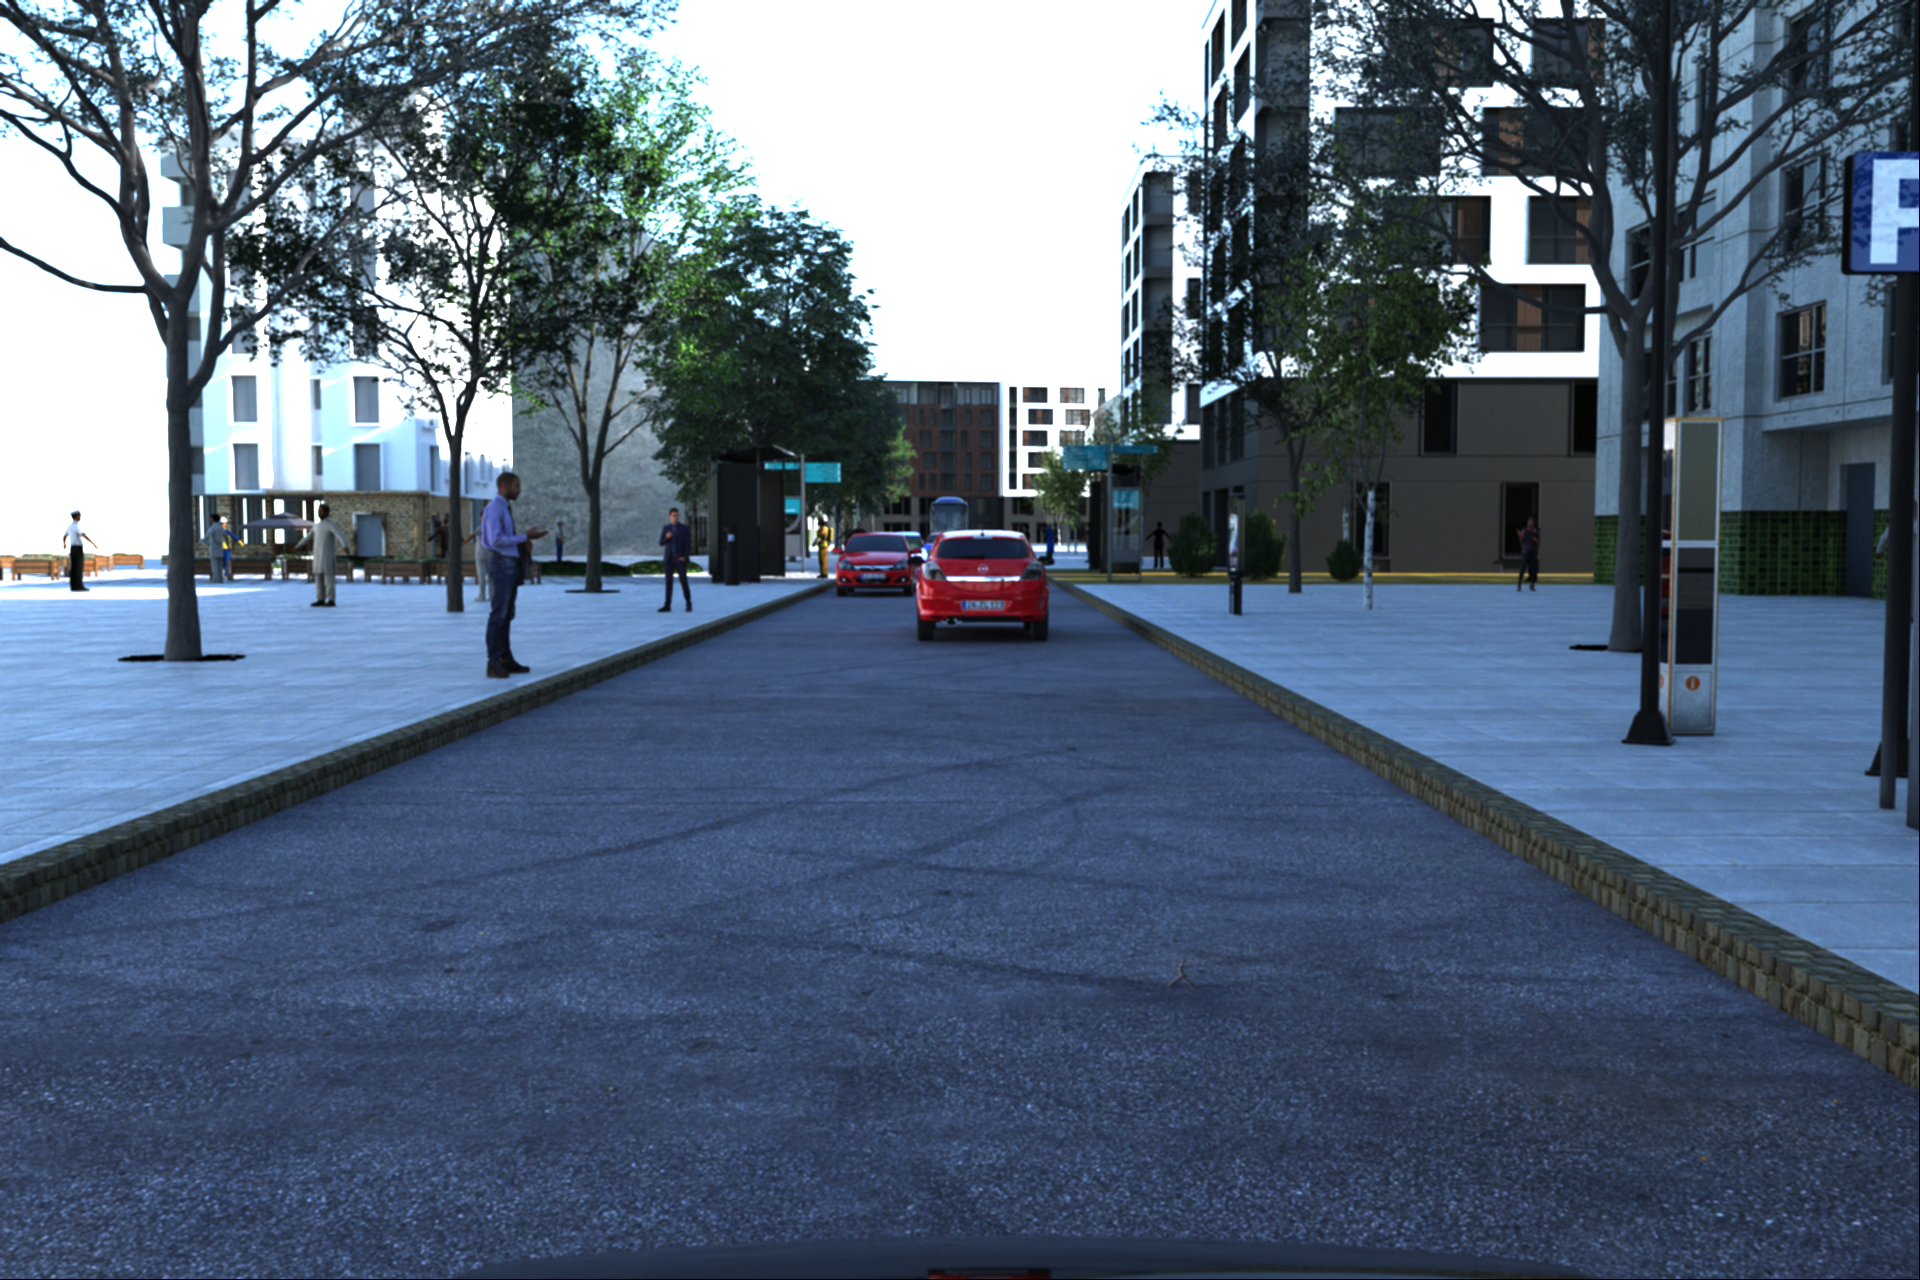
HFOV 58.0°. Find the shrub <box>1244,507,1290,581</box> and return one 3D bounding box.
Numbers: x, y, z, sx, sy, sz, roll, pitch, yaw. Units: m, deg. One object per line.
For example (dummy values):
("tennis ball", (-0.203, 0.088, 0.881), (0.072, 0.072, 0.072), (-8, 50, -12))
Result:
("shrub", (8.272, -2.668, 48.040), (1.690, 2.028, 1.600), (0, 3, 0))

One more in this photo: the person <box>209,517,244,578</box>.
("person", (-21.690, -2.733, 51.151), (1.216, 1.772, 0.721), (1, 4, 17))

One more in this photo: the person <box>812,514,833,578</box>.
("person", (-4.004, -2.725, 50.321), (0.705, 1.858, 1.354), (1, 4, 11))

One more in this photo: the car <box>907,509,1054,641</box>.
("car", (0.300, -0.962, 24.773), (2.155, 1.783, 4.494), (0, 3, 0))

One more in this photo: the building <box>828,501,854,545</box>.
("building", (-23.078, -23.475, 214.736), (19.493, 23.208, 18.063), (0, 4, 1))

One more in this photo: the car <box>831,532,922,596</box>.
("car", (-1.961, -1.977, 41.362), (2.155, 1.783, 4.494), (0, 4, 0))

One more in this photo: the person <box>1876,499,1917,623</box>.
("person", (13.737, -1.159, 25.089), (0.704, 1.811, 1.347), (-1, 4, -14))

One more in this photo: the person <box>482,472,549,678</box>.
("person", (-4.007, -0.599, 15.700), (0.599, 1.838, 0.709), (0, 4, -5))

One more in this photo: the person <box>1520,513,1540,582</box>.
("person", (15.347, -2.482, 46.518), (0.705, 1.837, 1.347), (0, 4, 3))

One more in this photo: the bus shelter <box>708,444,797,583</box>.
("bus shelter", (-5.728, -3.497, 48.454), (1.731, 3.624, 6.357), (0, 4, 1))

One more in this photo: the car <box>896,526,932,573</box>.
("car", (-1.880, -2.885, 56.768), (1.945, 1.707, 3.694), (0, 4, 1))

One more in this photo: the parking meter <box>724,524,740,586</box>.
("parking meter", (-5.696, -2.134, 43.294), (0.372, 1.533, 0.369), (0, 3, 0))

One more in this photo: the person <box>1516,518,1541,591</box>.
("person", (12.803, -1.924, 38.978), (0.593, 1.643, 0.415), (-2, 4, -30))

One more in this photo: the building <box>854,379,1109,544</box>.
("building", (1.262, -24.090, 240.310), (32.646, 21.610, 27.936), (-1, 4, -10))

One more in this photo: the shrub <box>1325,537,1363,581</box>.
("shrub", (10.432, -2.197, 47.034), (1.383, 1.207, 1.383), (0, 3, 0))

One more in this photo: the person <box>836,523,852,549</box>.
("person", (-5.483, -4.737, 83.580), (0.705, 1.813, 1.348), (2, 4, 35))

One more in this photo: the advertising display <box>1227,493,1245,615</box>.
("advertising display", (4.416, -1.376, 27.708), (0.123, 1.923, 0.974), (0, 4, 0))

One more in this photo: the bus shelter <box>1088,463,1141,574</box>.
("bus shelter", (5.040, -4.101, 58.328), (1.731, 3.624, 6.357), (0, 4, 1))

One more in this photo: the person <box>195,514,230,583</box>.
("person", (-19.401, -2.381, 45.118), (0.705, 1.806, 1.347), (1, 4, 12))

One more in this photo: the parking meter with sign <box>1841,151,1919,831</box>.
("parking meter with sign", (4.326, -0.668, 7.183), (0.543, 3.016, 1.738), (0, 4, 1))

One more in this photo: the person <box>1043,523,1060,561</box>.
("person", (4.255, -4.610, 81.506), (0.704, 1.817, 1.347), (3, 4, 38))

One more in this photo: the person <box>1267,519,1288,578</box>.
("person", (9.144, -2.668, 50.424), (1.217, 1.733, 0.721), (-3, 5, -42))

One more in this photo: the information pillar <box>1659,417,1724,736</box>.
("information pillar", (4.645, -0.403, 11.078), (0.304, 2.012, 0.304), (0, 4, 1))

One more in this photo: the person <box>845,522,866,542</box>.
("person", (-4.452, -4.309, 76.587), (1.346, 1.812, 0.704), (-1, 4, -17))

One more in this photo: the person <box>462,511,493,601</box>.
("person", (-9.138, -1.613, 33.151), (0.721, 1.739, 1.217), (2, 4, 34))

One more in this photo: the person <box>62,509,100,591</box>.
("person", (-19.857, -2.031, 38.991), (1.343, 1.855, 0.704), (2, 4, 33))

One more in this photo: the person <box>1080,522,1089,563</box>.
("person", (5.814, -4.392, 77.952), (0.704, 1.843, 1.345), (2, 4, 33))

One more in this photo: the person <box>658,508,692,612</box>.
("person", (-4.707, -1.324, 28.606), (0.541, 1.710, 0.530), (1, 4, 21))

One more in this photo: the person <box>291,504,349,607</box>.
("person", (-11.290, -1.506, 30.710), (1.344, 1.819, 0.704), (2, 4, 26))

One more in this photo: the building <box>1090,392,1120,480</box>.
("building", (26.259, -23.262, 211.266), (19.493, 23.208, 18.063), (0, 3, 0))

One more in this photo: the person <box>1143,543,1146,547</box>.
("person", (7.592, -3.913, 73.248), (0.599, 1.433, 0.991), (-1, 4, -21))

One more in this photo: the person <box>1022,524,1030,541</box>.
("person", (2.362, -3.325, 63.009), (0.705, 1.806, 1.347), (0, 4, 0))

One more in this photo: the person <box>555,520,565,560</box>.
("person", (-15.530, -3.758, 67.293), (0.705, 1.847, 1.347), (-1, 4, -20))

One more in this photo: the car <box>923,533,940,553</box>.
("car", (-0.809, -4.436, 81.572), (2.155, 1.783, 4.494), (0, 3, 0))

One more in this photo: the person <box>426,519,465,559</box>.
("person", (-17.698, -3.270, 59.687), (1.346, 1.802, 0.704), (-1, 4, -21))

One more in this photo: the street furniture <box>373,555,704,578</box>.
("street furniture", (-13.221, -2.338, 53.846), (10.072, 0.657, 5.734), (0, 4, 2))

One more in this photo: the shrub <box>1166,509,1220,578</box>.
("shrub", (6.845, -2.844, 50.914), (1.690, 2.028, 1.600), (0, 3, 0))

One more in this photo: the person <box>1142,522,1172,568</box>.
("person", (7.387, -3.544, 64.670), (1.216, 1.740, 0.721), (-1, 4, -19))

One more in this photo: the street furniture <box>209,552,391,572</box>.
("street furniture", (-23.985, -2.920, 63.372), (5.734, 0.657, 10.072), (1, 4, 13))
